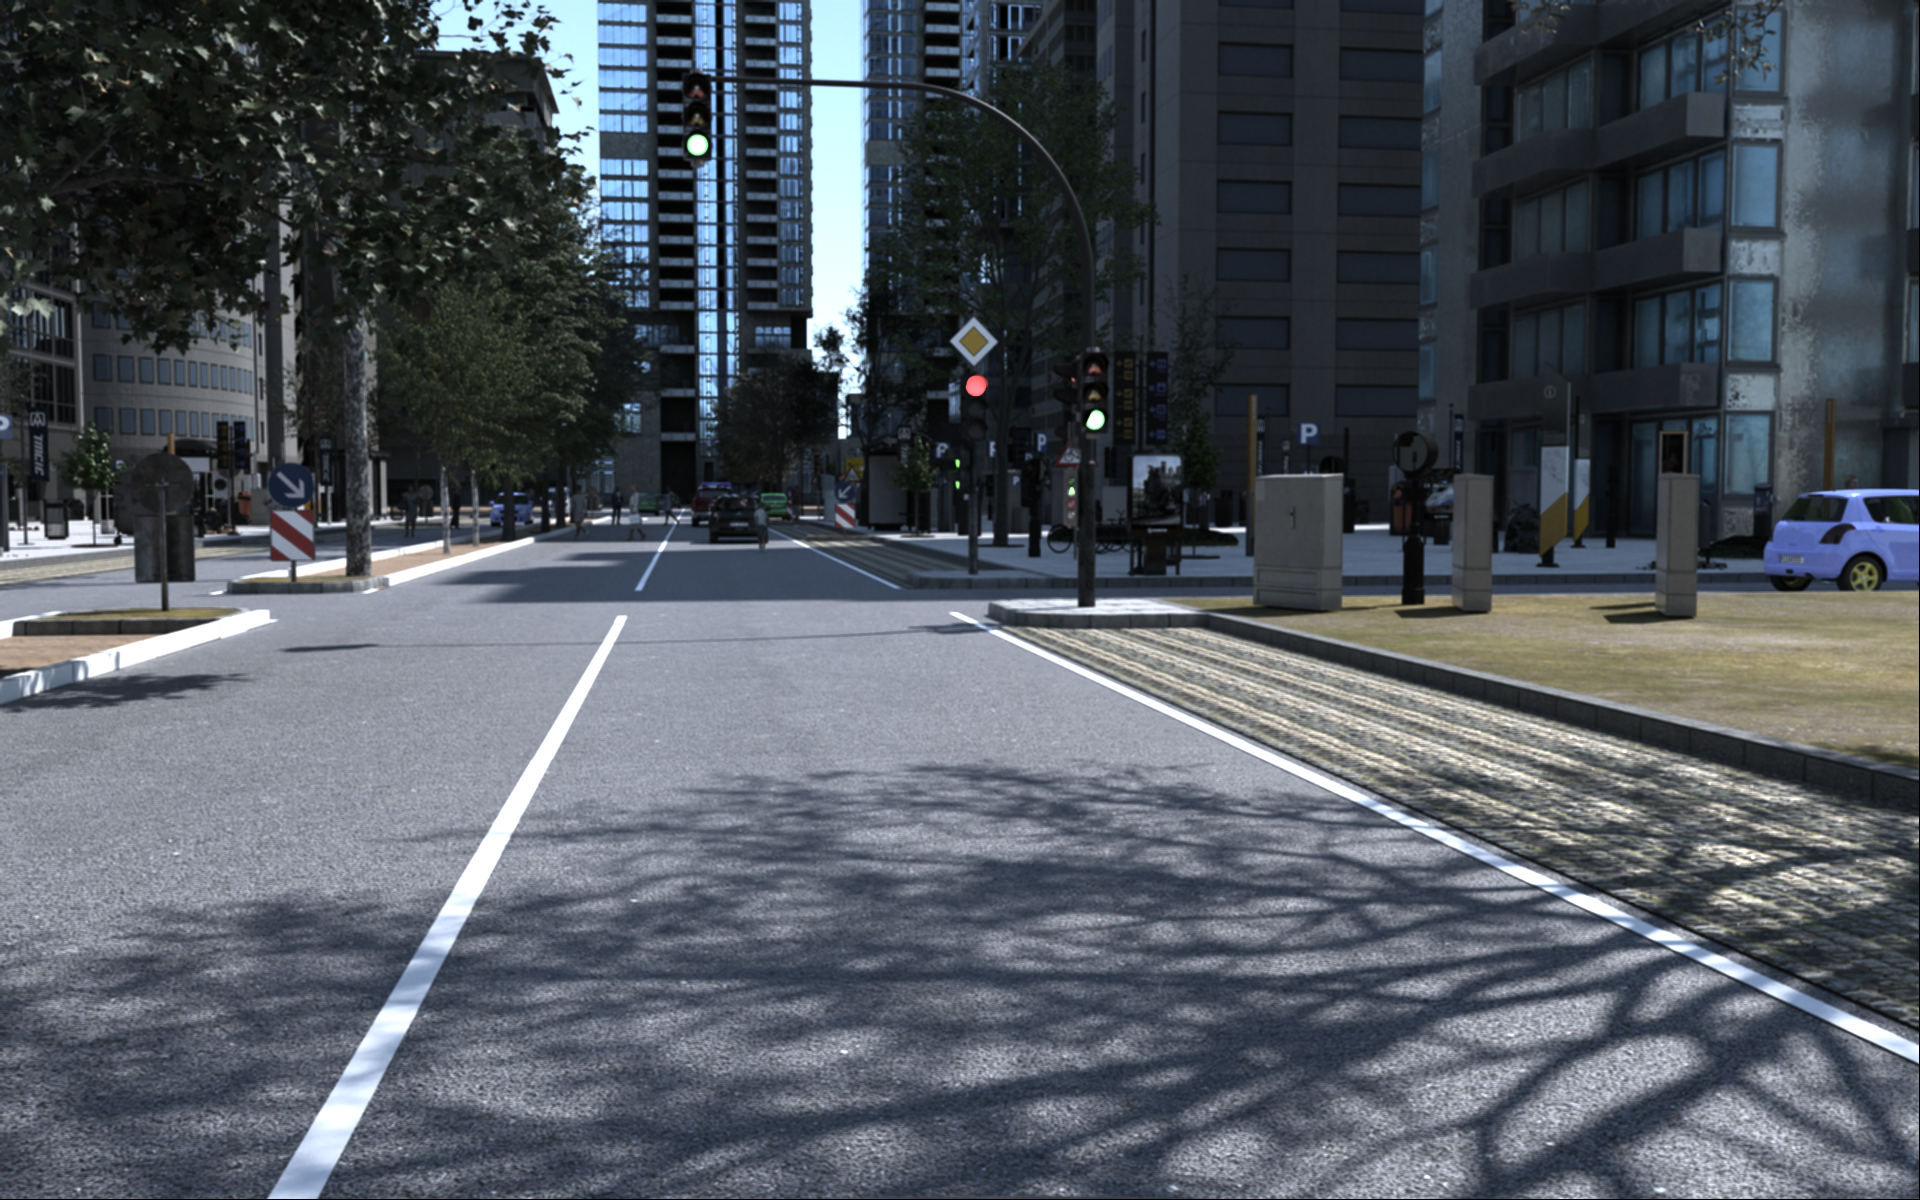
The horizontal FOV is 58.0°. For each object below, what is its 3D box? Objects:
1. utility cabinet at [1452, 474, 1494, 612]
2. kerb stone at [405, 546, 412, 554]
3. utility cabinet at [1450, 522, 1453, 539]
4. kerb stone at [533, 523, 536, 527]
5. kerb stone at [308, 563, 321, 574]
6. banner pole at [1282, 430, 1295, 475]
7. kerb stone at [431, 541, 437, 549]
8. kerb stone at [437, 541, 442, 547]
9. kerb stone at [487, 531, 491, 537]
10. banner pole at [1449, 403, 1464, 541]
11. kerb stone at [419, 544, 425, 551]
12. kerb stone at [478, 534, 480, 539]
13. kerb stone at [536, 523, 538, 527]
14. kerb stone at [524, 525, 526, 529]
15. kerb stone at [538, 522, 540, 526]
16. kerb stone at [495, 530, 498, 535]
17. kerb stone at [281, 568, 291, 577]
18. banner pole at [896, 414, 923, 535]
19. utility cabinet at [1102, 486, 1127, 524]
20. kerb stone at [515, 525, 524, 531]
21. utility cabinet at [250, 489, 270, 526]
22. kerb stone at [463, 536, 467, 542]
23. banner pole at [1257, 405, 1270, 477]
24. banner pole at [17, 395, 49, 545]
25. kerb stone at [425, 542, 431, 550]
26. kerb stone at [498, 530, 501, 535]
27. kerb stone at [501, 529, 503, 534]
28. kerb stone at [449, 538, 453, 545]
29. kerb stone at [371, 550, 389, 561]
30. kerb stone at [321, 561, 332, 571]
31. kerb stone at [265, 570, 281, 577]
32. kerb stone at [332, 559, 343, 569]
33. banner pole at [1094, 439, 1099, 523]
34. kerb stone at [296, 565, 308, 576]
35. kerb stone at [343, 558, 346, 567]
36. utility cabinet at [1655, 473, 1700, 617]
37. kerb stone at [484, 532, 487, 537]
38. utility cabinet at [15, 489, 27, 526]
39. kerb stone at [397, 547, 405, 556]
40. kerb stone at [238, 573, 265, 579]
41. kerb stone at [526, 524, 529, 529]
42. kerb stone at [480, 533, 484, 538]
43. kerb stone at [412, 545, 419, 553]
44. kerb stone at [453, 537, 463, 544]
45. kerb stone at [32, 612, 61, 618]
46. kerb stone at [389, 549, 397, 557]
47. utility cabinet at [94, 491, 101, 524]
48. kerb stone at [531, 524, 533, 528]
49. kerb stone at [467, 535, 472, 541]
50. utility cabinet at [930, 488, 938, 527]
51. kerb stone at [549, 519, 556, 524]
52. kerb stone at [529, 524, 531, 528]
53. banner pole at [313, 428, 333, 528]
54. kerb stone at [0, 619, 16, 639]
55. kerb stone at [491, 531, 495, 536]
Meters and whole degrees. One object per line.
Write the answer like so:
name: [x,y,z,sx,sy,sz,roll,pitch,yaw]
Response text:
utility cabinet: [5.677,-0.641,19.167,0.318,1.500,1.173,1,4,10]
kerb stone: [-13.229,-1.158,41.143,0.120,0.150,1.000,-1,4,-9]
utility cabinet: [14.332,-2.329,49.233,0.306,1.237,1.020,-2,4,-27]
kerb stone: [-18.244,-3.143,73.587,0.120,0.150,1.000,-1,4,-9]
kerb stone: [-11.665,-0.539,31.014,0.120,0.150,1.000,-1,4,-9]
banner pole: [12.887,-4.765,67.929,0.401,3.779,0.863,-2,4,-30]
kerb stone: [-13.859,-1.407,45.204,0.120,0.150,1.000,-1,4,-9]
kerb stone: [-14.018,-1.469,46.214,0.120,0.150,1.000,-1,4,-9]
kerb stone: [-15.740,-2.145,57.367,0.120,0.150,1.000,-1,4,-9]
banner pole: [13.620,-3.526,47.667,0.863,3.779,0.401,-3,5,-42]
kerb stone: [-13.545,-1.283,43.171,0.120,0.150,1.000,-1,4,-9]
kerb stone: [-15.270,-1.966,54.333,0.120,0.150,1.000,-1,4,-9]
kerb stone: [-18.405,-3.205,74.597,0.120,0.150,1.000,-1,4,-9]
kerb stone: [-17.620,-2.888,69.530,0.120,0.150,1.000,-1,4,-9]
kerb stone: [-18.563,-3.267,75.607,0.120,0.150,1.000,-1,4,-9]
kerb stone: [-16.051,-2.275,59.391,0.120,0.150,1.000,-1,4,-9]
kerb stone: [-11.359,-0.412,28.992,0.120,0.150,1.000,-1,4,-9]
banner pole: [-1.596,-3.952,54.631,0.863,3.779,0.401,1,4,9]
utility cabinet: [4.685,-2.576,50.804,0.318,1.500,1.173,-3,4,-37]
kerb stone: [-17.460,-2.833,68.519,0.120,0.150,1.000,-1,4,-9]
utility cabinet: [-27.689,-3.693,69.060,1.173,1.500,0.318,1,4,18]
kerb stone: [-14.801,-1.779,51.280,0.120,0.150,1.000,-1,4,-9]
banner pole: [8.509,-3.585,48.627,0.401,3.779,0.863,3,5,42]
banner pole: [-23.453,-3.290,43.816,0.863,3.779,0.401,0,4,-3]
kerb stone: [-13.702,-1.345,44.181,0.120,0.150,1.000,-1,4,-9]
kerb stone: [-16.213,-2.337,60.401,0.120,0.150,1.000,-1,4,-9]
kerb stone: [-16.361,-2.393,61.413,0.120,0.150,1.000,-1,4,-9]
kerb stone: [-14.323,-1.590,48.243,0.120,0.150,1.000,-1,4,-9]
kerb stone: [-12.759,-0.971,38.106,0.120,0.150,1.000,-1,4,-9]
kerb stone: [-11.828,-0.601,32.028,0.120,0.150,1.000,-1,4,-9]
kerb stone: [-11.202,-0.354,27.982,0.120,0.150,1.000,-1,4,-9]
kerb stone: [-11.979,-0.659,33.039,0.120,0.150,1.000,-1,4,-9]
banner pole: [5.806,-5.321,77.015,0.863,3.779,0.401,-1,4,-21]
kerb stone: [-11.515,-0.477,30.002,0.120,0.150,1.000,-1,4,-9]
kerb stone: [-12.133,-0.725,34.050,0.120,0.150,1.000,-1,4,-9]
utility cabinet: [7.618,-0.593,18.381,0.318,1.500,1.173,1,4,17]
kerb stone: [-15.589,-2.085,56.356,0.120,0.150,1.000,-1,4,-9]
utility cabinet: [-37.704,-3.722,69.528,0.318,1.500,1.173,-2,4,-34]
kerb stone: [-13.073,-1.097,40.129,0.120,0.150,1.000,-1,4,-9]
kerb stone: [-11.047,-0.292,26.971,0.120,0.150,1.000,-1,4,-9]
kerb stone: [-17.772,-2.953,70.542,0.120,0.150,1.000,-1,4,-9]
kerb stone: [-15.430,-2.028,55.346,0.120,0.150,1.000,-1,4,-9]
kerb stone: [-13.380,-1.221,42.162,0.120,0.150,1.000,-1,4,-9]
kerb stone: [-14.635,-1.716,50.264,0.120,0.150,1.000,-1,4,-9]
kerb stone: [-9.711,0.236,18.343,0.120,0.150,1.000,-1,4,-9]
kerb stone: [-12.915,-1.033,39.116,0.120,0.150,1.000,-1,4,-9]
utility cabinet: [-36.833,-4.029,74.546,0.318,1.500,1.173,0,4,6]
kerb stone: [-18.087,-3.081,72.564,0.120,0.150,1.000,-1,4,-9]
kerb stone: [-14.951,-1.841,52.299,0.120,0.150,1.000,-1,4,-9]
utility cabinet: [-0.892,-3.490,65.735,1.173,1.500,0.318,1,4,21]
kerb stone: [-20.132,-3.882,85.751,0.120,0.150,1.000,-1,4,-9]
kerb stone: [-17.936,-3.018,71.553,0.120,0.150,1.000,-1,4,-9]
banner pole: [-24.159,-4.621,65.574,0.863,3.779,0.401,-1,4,-11]
kerb stone: [-9.545,0.297,17.334,0.120,0.150,1.000,-1,4,-9]
kerb stone: [-15.892,-2.211,58.381,0.120,0.150,1.000,-1,4,-9]
